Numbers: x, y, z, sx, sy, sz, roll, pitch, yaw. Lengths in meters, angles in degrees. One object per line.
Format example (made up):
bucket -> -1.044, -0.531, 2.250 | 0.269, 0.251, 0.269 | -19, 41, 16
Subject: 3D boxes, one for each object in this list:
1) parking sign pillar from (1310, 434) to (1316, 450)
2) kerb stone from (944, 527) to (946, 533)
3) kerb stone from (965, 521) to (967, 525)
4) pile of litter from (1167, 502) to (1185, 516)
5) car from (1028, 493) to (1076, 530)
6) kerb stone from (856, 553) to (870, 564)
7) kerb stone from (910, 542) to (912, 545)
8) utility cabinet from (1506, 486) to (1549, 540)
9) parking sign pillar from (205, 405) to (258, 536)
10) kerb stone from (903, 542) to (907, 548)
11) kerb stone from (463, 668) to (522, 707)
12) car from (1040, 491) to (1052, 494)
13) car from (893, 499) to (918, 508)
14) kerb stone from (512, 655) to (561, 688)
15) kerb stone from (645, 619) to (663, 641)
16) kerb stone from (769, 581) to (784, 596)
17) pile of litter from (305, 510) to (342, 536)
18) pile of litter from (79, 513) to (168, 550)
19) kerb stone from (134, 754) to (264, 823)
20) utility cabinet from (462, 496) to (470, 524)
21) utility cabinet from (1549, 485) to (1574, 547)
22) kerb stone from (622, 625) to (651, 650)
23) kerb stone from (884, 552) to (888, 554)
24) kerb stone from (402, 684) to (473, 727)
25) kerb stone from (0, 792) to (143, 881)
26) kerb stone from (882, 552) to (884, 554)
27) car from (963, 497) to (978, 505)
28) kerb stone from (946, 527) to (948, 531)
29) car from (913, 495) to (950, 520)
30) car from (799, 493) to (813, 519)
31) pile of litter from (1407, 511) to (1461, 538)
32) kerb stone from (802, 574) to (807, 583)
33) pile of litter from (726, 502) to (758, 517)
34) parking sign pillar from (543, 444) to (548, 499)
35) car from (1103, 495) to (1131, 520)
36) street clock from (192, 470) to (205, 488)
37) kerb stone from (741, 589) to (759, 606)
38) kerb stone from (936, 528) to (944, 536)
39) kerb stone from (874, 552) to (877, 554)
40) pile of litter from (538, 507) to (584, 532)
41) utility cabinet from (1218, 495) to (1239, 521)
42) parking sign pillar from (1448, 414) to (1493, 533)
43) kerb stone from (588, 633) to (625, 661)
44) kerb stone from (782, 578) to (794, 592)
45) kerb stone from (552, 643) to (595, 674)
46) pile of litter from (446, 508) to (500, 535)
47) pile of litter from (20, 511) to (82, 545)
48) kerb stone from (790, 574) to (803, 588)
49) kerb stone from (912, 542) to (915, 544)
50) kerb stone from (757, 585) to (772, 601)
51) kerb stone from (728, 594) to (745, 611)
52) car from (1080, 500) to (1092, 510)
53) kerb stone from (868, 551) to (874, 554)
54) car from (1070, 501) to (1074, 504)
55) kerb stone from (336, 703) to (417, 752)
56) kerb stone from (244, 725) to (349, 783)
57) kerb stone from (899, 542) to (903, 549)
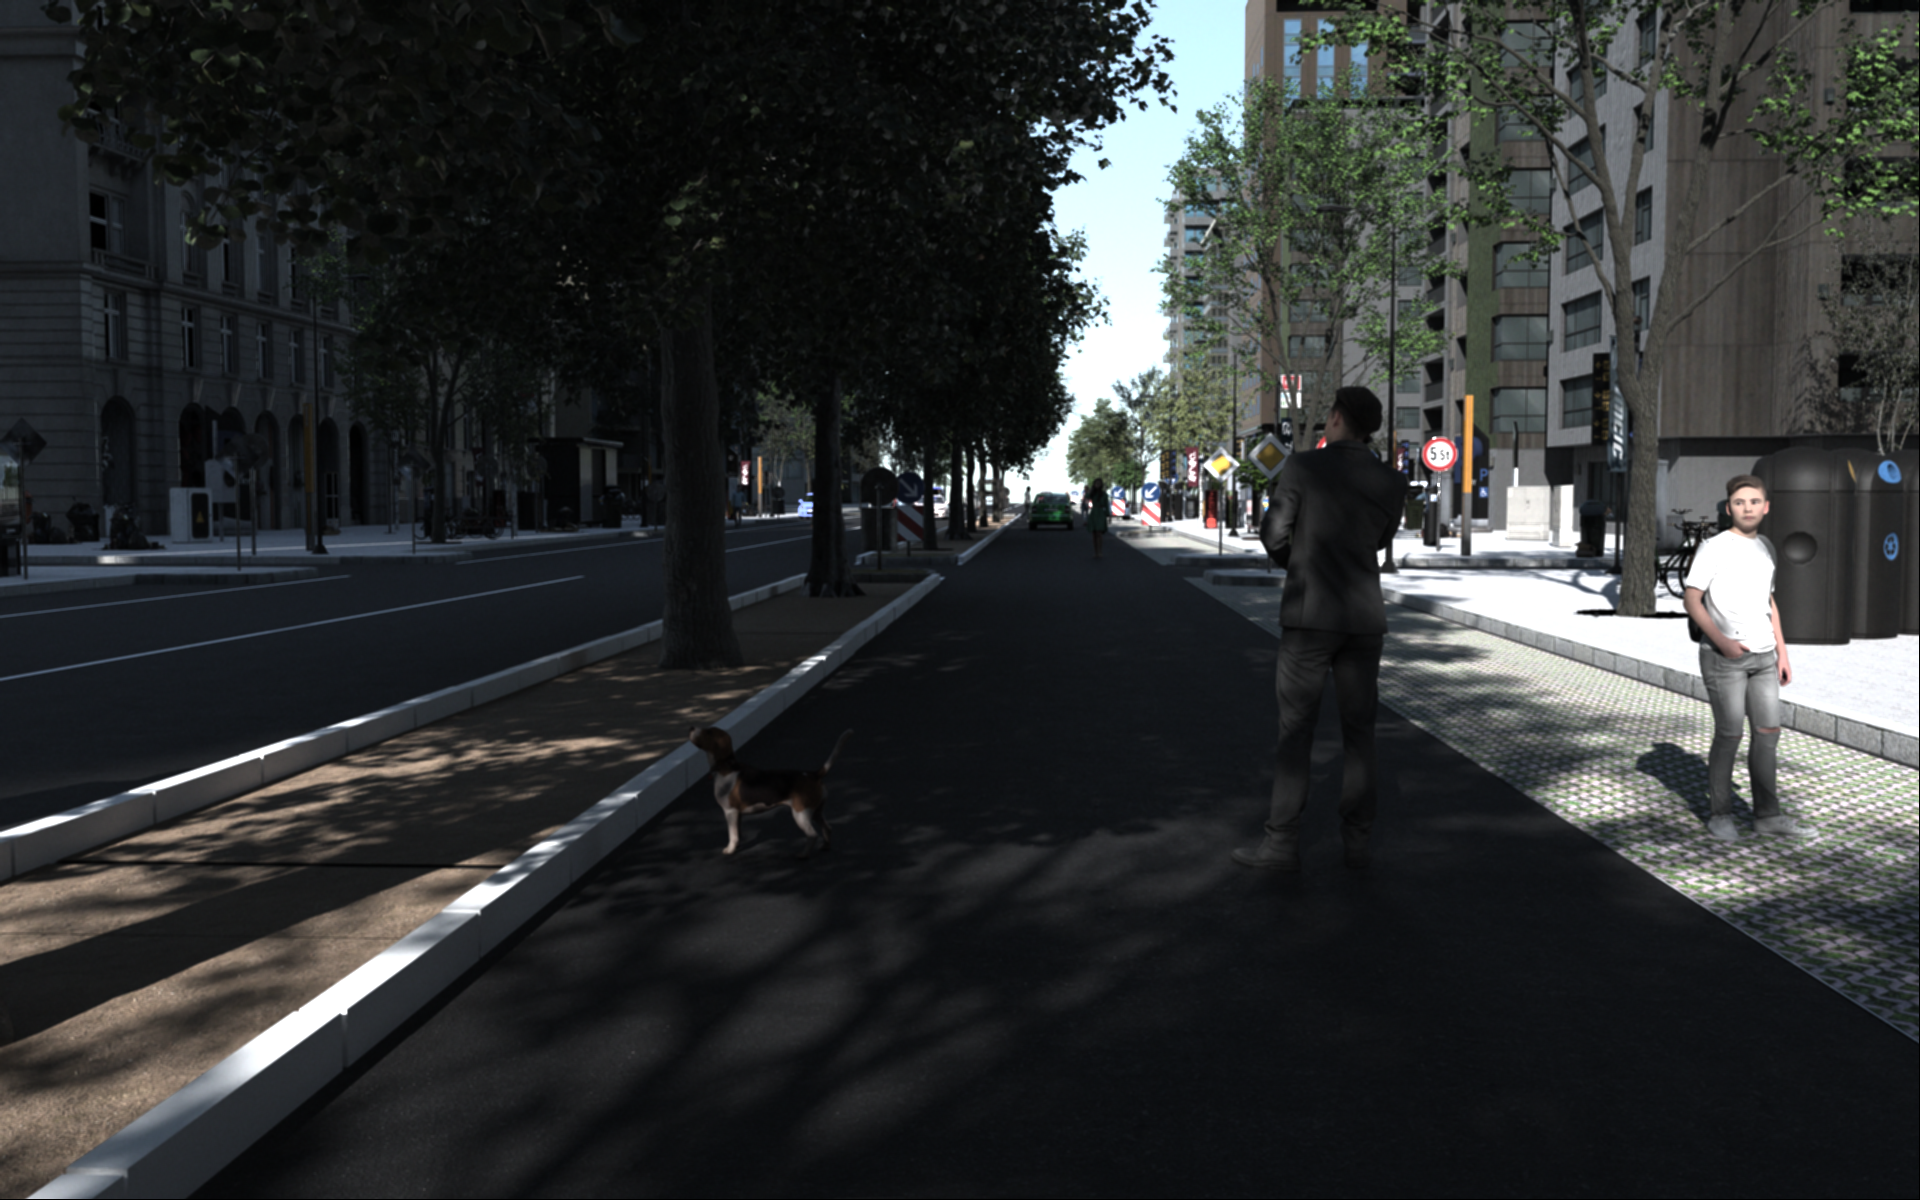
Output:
parking sign pillar -> 15.349, -5.465, 77.832 | 1.447, 3.967, 1.447 | 1, 4, 21
kerb stone -> -0.687, -2.477, 62.780 | 0.120, 0.150, 1.000 | 0, 4, 3
kerb stone -> 0.427, -3.798, 84.289 | 0.120, 0.150, 1.000 | 0, 4, 3
pile of litter -> 12.604, -5.444, 102.974 | 1.176, 0.858, 1.719 | -2, 4, -32
car -> 3.732, -3.771, 70.451 | 1.959, 1.807, 4.718 | 0, 4, 4
kerb stone -> -2.055, -0.855, 36.182 | 0.120, 0.150, 1.000 | 0, 4, 3
kerb stone -> -1.470, -1.541, 47.417 | 0.120, 0.150, 1.000 | 0, 4, 3
utility cabinet -> 15.614, -2.382, 47.620 | 0.318, 1.500, 1.173 | -3, 4, -37
parking sign pillar -> -22.376, -3.955, 53.137 | 1.447, 3.967, 1.447 | 3, 5, 44
kerb stone -> -1.521, -1.480, 46.396 | 0.120, 0.150, 1.000 | 0, 4, 3
kerb stone -> -3.287, 0.620, 12.081 | 0.120, 0.150, 1.000 | 0, 4, 3
car -> 11.569, -13.717, 232.939 | 2.281, 1.827, 5.304 | 0, 4, 4
car -> -3.774, -7.042, 124.173 | 2.155, 1.783, 4.494 | 0, 4, 2
kerb stone -> -3.240, 0.556, 13.104 | 0.120, 0.150, 1.000 | 0, 4, 3
kerb stone -> -3.029, 0.305, 17.202 | 0.120, 0.150, 1.000 | 0, 4, 3
kerb stone -> -2.654, -0.134, 24.383 | 0.120, 0.150, 1.000 | 0, 4, 3
pile of litter -> -19.966, -2.464, 54.259 | 1.176, 0.858, 1.719 | 0, 4, -1
pile of litter -> -19.213, -1.597, 40.073 | 1.719, 0.858, 1.176 | 2, 4, 24
kerb stone -> -3.504, 0.870, 7.977 | 0.120, 0.150, 1.000 | 0, 4, 3
utility cabinet -> -20.992, -3.816, 73.549 | 0.306, 1.237, 1.020 | -1, 4, -14
utility cabinet -> 14.530, -2.025, 41.786 | 0.318, 1.500, 1.173 | 1, 4, 11
kerb stone -> -3.089, 0.375, 16.181 | 0.120, 0.150, 1.000 | 0, 4, 3
kerb stone -> -1.839, -1.103, 40.267 | 0.120, 0.150, 1.000 | 0, 4, 3
kerb stone -> -3.350, 0.681, 11.061 | 0.120, 0.150, 1.000 | 0, 4, 3
kerb stone -> -3.557, 0.932, 6.956 | 0.120, 0.150, 1.000 | 0, 4, 3
kerb stone -> -1.891, -1.040, 39.246 | 0.120, 0.150, 1.000 | 0, 4, 3
car -> 1.447, -13.165, 225.037 | 2.009, 1.686, 4.222 | 0, 4, 4
kerb stone -> -0.631, -2.542, 63.800 | 0.120, 0.150, 1.000 | 0, 4, 3
car -> -1.609, -5.238, 98.000 | 2.083, 1.381, 4.827 | 0, 4, 2
car -> -8.211, -5.480, 99.187 | 1.945, 1.707, 3.694 | 0, 4, 3
pile of litter -> 14.100, -2.288, 51.366 | 1.176, 0.858, 1.719 | -2, 4, -26
kerb stone -> -2.498, -0.319, 27.449 | 0.120, 0.150, 1.000 | 0, 4, 3
pile of litter -> -12.216, -5.123, 97.732 | 1.719, 0.858, 1.176 | 0, 4, -1
parking sign pillar -> -21.204, -6.259, 90.813 | 1.447, 3.967, 1.447 | 3, 4, 38
car -> 8.286, -5.007, 93.875 | 2.014, 1.417, 4.499 | 0, 4, 1
street clock -> -22.574, -2.868, 51.470 | 0.471, 2.002, 0.358 | 2, 4, 33
kerb stone -> -2.771, -0.006, 22.336 | 0.120, 0.150, 1.000 | 0, 4, 3
kerb stone -> -0.737, -2.420, 61.758 | 0.120, 0.150, 1.000 | 0, 4, 3
kerb stone -> -1.951, -0.980, 38.225 | 0.120, 0.150, 1.000 | 0, 4, 3
pile of litter -> -13.325, -2.703, 58.164 | 1.719, 0.858, 1.176 | 1, 4, 15
utility cabinet -> 13.010, -4.454, 83.983 | 1.020, 1.237, 0.306 | 1, 4, 22
parking sign pillar -> 17.077, -4.243, 57.839 | 1.447, 3.967, 1.447 | -1, 4, -22
kerb stone -> -3.141, 0.431, 15.155 | 0.120, 0.150, 1.000 | 0, 4, 3
kerb stone -> -2.605, -0.192, 25.406 | 0.120, 0.150, 1.000 | 0, 4, 3
kerb stone -> -3.189, 0.493, 14.134 | 0.120, 0.150, 1.000 | 0, 4, 3
pile of litter -> -15.440, -2.486, 54.617 | 1.719, 0.858, 1.176 | 0, 4, -4
pile of litter -> -23.443, -1.855, 44.291 | 1.719, 0.858, 1.176 | 0, 4, 3
kerb stone -> -2.560, -0.259, 26.429 | 0.120, 0.150, 1.000 | 0, 4, 3
kerb stone -> -1.423, -1.593, 48.438 | 0.120, 0.150, 1.000 | 0, 4, 3
kerb stone -> -2.708, -0.070, 23.356 | 0.120, 0.150, 1.000 | 0, 4, 3
kerb stone -> -2.831, 0.057, 21.309 | 0.120, 0.150, 1.000 | 0, 4, 3
car -> 10.847, -7.962, 142.759 | 1.945, 1.354, 3.894 | 0, 4, 3
kerb stone -> -2.002, -0.918, 37.205 | 0.120, 0.150, 1.000 | 0, 4, 3
car -> 5.285, -5.238, 95.428 | 2.009, 1.686, 4.222 | 0, 4, 4
kerb stone -> -3.404, 0.747, 10.039 | 0.120, 0.150, 1.000 | 0, 4, 3
kerb stone -> -3.454, 0.807, 9.006 | 0.120, 0.150, 1.000 | 0, 4, 3
kerb stone -> -1.633, -1.355, 44.353 | 0.120, 0.150, 1.000 | 0, 4, 3
